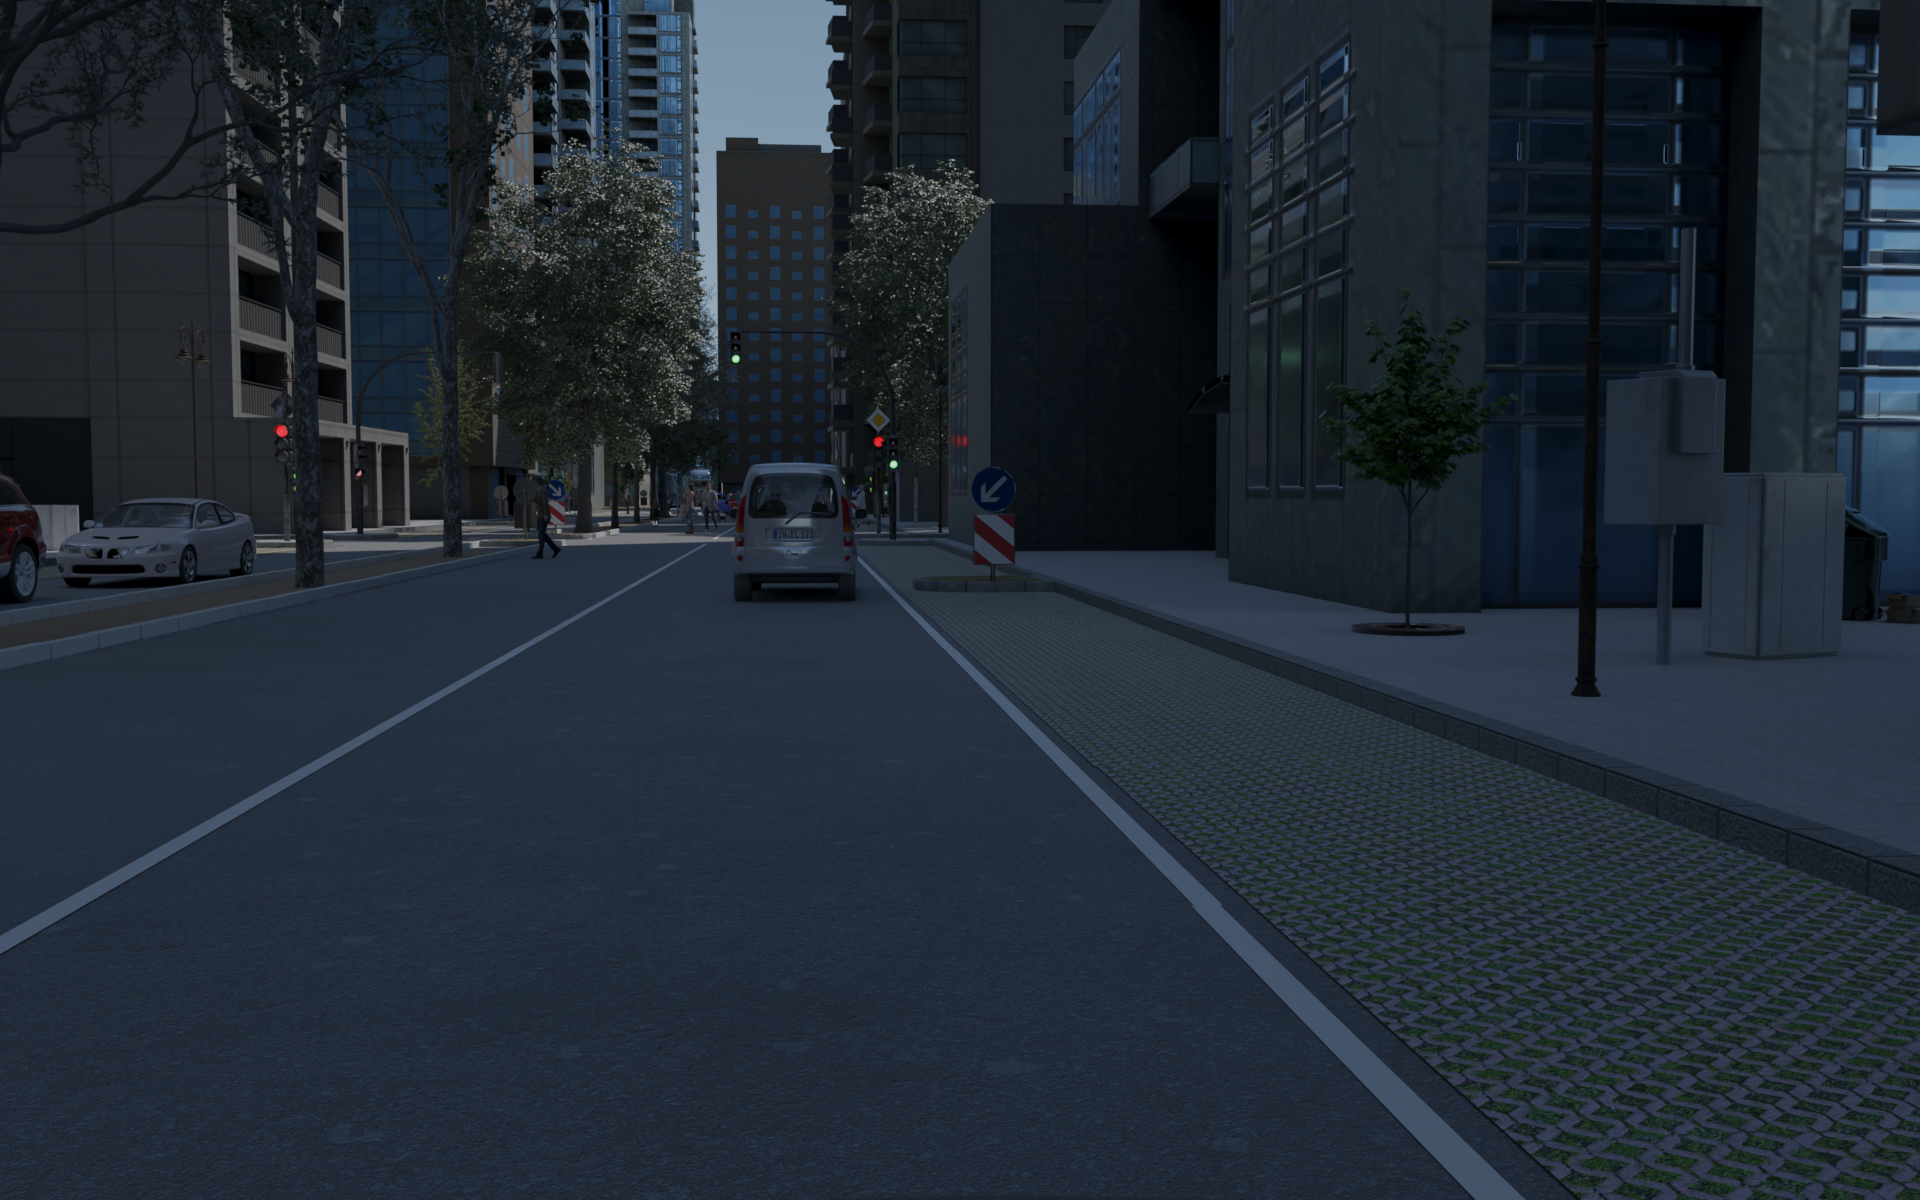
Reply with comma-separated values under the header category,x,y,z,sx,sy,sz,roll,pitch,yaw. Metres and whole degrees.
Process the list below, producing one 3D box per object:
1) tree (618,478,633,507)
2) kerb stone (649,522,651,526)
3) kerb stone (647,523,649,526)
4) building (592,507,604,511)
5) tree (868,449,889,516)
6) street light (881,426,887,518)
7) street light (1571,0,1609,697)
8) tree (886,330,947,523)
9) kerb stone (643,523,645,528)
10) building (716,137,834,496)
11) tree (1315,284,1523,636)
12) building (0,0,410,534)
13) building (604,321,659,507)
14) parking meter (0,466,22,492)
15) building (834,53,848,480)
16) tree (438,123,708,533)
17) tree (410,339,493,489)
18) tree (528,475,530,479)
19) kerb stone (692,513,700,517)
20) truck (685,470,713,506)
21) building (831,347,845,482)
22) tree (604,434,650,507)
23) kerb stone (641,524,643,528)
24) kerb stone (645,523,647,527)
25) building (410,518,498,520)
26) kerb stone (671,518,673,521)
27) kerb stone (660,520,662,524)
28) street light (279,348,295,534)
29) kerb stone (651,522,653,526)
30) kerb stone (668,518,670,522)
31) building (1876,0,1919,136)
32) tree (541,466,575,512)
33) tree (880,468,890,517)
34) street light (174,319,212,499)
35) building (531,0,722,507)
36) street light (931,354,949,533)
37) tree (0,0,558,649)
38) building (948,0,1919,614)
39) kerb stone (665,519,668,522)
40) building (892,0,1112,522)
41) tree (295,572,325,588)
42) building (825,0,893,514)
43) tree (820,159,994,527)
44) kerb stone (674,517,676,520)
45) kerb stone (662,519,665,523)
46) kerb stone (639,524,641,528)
category,x,y,z,sx,sy,sz,roll,pitch,yaw
tree,-33.616,-10.951,173.655,1.663,3.219,1.824,0,3,0
kerb stone,-13.816,-3.308,76.278,0.120,0.150,1.000,0,4,-5
kerb stone,-13.710,-3.245,75.256,0.120,0.150,1.000,0,4,-5
building,-40.727,-50.736,142.209,22.319,86.520,31.000,0,4,-5
tree,-3.712,-7.181,101.129,4.285,4.588,4.351,0,3,0
street light,-4.152,-7.401,93.801,0.468,5.910,1.993,0,4,-5
street light,3.983,-2.328,10.844,0.468,5.910,1.993,0,4,-5
tree,-1.720,-7.657,75.559,4.737,8.622,4.395,0,3,0
kerb stone,-13.519,-3.120,73.214,0.120,0.150,1.000,0,4,-5
building,-23.471,-34.915,220.974,14.200,45.320,14.600,0,4,-5
tree,4.152,-1.319,16.172,1.663,3.219,1.824,0,3,0
building,-32.010,-38.183,62.541,20.563,71.187,20.611,0,4,-5
building,-48.881,-21.105,190.098,28.899,21.520,27.650,0,4,-5
parking meter,-19.529,-1.833,35.683,0.255,1.863,0.399,0,4,1
building,-4.677,-31.901,171.684,14.600,45.320,14.200,0,4,-5
tree,-13.237,-9.259,60.489,9.857,13.997,8.962,0,3,0
tree,-24.467,-8.113,83.013,4.737,8.622,4.395,0,3,0
tree,-27.142,-9.445,104.789,4.737,8.622,4.395,0,3,0
kerb stone,-17.536,-5.674,115.102,0.120,0.150,1.000,0,4,-5
truck,-29.501,-12.692,197.264,2.967,4.110,18.799,0,4,-7
building,-0.316,-21.373,194.493,27.650,21.520,28.899,0,4,-5
tree,-32.352,-15.215,166.892,7.486,12.596,7.792,0,3,0
kerb stone,-13.420,-3.049,72.187,0.120,0.150,1.000,0,4,-5
kerb stone,-13.614,-3.183,74.238,0.120,0.150,1.000,0,4,-5
building,-30.902,-27.021,91.903,14.600,45.320,14.200,0,4,-5
kerb stone,-15.081,-4.120,89.559,0.120,0.150,1.000,0,4,-5
kerb stone,-14.400,-3.683,82.407,0.120,0.150,1.000,0,4,-5
street light,-21.158,-5.031,55.045,0.468,5.910,1.993,0,4,-5
kerb stone,-13.903,-3.371,77.306,0.120,0.150,1.000,0,4,-5
kerb stone,-14.888,-3.995,87.521,0.120,0.150,1.000,0,4,-5
building,10.708,-19.525,2.833,14.154,41.232,14.086,0,4,-5
tree,-28.637,-7.913,123.975,1.663,3.219,1.824,0,3,0
tree,-3.922,-6.289,97.423,1.663,3.219,1.824,0,3,0
street light,-20.258,-4.469,45.862,0.468,5.910,1.993,0,4,-5
building,-46.549,-55.586,221.496,31.000,86.520,22.319,0,4,-5
street light,-0.652,-5.169,57.306,0.468,5.910,1.993,0,4,-5
tree,-8.741,-6.226,14.624,12.009,13.543,11.850,0,3,0
building,12.265,-44.009,32.225,22.319,86.520,31.000,0,4,-5
kerb stone,-14.790,-3.930,86.498,0.120,0.150,1.000,0,4,-5
building,3.558,-19.219,85.939,14.160,30.474,14.107,0,4,-5
tree,-11.236,-10.292,26.626,12.611,20.169,13.585,0,3,0
building,2.142,-28.312,117.527,22.147,44.769,28.867,0,4,-5
tree,-0.448,-9.770,66.394,9.857,13.997,8.962,0,3,0
kerb stone,-15.275,-4.241,91.616,0.120,0.150,1.000,0,4,-5
kerb stone,-14.602,-3.808,84.451,0.120,0.150,1.000,0,4,-5
kerb stone,-13.321,-2.995,71.156,0.120,0.150,1.000,0,4,-5
